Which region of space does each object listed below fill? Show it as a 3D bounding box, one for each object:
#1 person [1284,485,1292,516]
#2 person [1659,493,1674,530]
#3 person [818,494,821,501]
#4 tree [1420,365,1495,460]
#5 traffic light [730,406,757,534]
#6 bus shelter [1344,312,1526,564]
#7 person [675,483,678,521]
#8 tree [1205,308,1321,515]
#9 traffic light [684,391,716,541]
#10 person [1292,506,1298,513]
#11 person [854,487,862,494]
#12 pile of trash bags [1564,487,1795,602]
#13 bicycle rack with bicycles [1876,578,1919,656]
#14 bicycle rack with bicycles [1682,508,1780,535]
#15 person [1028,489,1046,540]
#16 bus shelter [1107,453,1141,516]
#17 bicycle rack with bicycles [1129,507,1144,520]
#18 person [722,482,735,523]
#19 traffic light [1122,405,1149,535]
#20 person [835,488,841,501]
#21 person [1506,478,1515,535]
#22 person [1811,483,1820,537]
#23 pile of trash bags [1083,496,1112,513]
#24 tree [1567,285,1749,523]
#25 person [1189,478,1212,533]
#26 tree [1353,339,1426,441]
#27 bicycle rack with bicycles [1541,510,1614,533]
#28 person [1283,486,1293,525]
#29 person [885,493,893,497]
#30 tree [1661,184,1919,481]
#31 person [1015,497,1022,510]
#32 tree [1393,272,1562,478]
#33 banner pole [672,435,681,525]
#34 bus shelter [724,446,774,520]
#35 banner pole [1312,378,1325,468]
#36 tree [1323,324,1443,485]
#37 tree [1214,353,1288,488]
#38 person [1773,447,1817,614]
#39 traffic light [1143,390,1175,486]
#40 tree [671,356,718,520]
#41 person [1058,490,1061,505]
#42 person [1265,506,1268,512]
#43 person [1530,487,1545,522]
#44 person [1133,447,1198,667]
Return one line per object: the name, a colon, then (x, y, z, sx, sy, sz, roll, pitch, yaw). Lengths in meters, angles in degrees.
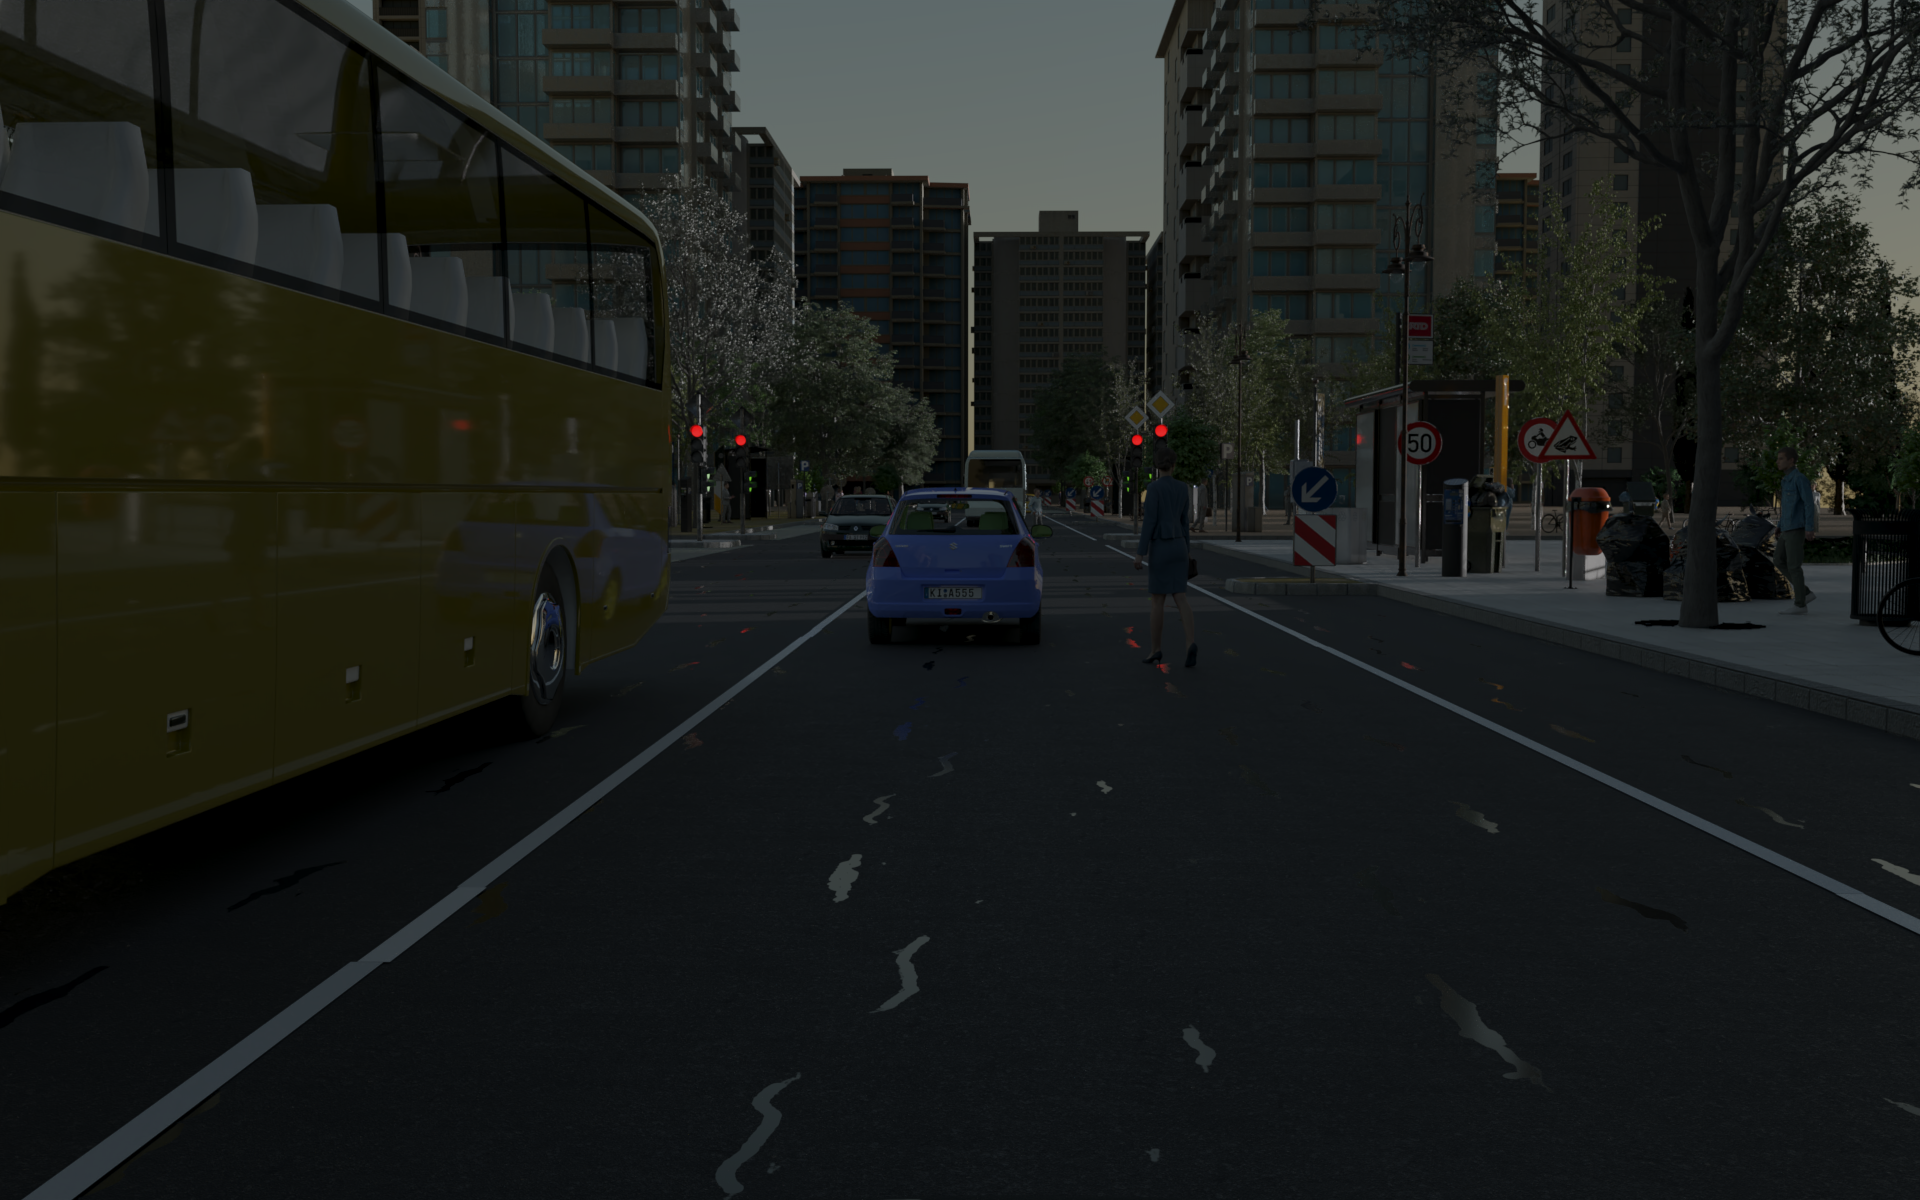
person: (19.003, -5.749, 100.216, 0.511, 1.800, 0.466, 0, 4, 5)
person: (25.417, -3.187, 62.420, 0.640, 1.303, 0.475, -1, 4, -13)
person: (-13.016, -9.395, 159.739, 0.705, 1.814, 1.350, 2, 4, 25)
tree: (30.448, -10.633, 108.262, 8.767, 10.594, 7.601, 0, 4, 2)
traffic light: (-6.901, -4.045, 55.062, 0.839, 4.253, 0.868, 0, 4, 1)
bus shelter: (9.402, -3.573, 36.054, 2.179, 5.291, 8.768, 0, 4, 1)
person: (-13.931, -4.755, 83.635, 0.795, 1.843, 0.661, 2, 4, 25)
tree: (18.423, -11.484, 105.890, 7.486, 12.596, 7.792, 0, 3, 0)
traffic light: (-7.073, -3.557, 47.079, 0.839, 4.253, 0.868, 0, 4, 1)
person: (22.469, -6.716, 115.834, 0.794, 1.824, 0.713, -3, 5, -43)
person: (-5.422, -5.091, 91.709, 0.580, 1.828, 0.573, 2, 4, 31)
pile of trash bags: (8.954, -0.761, 22.192, 1.912, 1.369, 3.447, -1, 4, -19)
bicycle rack with bicycles: (9.159, -0.029, 13.851, 2.925, 0.926, 2.852, 3, 4, 37)
bicycle rack with bicycles: (20.703, -1.983, 45.809, 2.925, 0.926, 2.852, -1, 4, -21)
person: (2.423, -2.715, 54.704, 0.589, 1.601, 0.330, -2, 4, -32)
bus shelter: (9.764, -6.841, 103.129, 1.731, 3.624, 6.357, 0, 4, 1)
bicycle rack with bicycles: (10.750, -4.849, 92.670, 2.852, 0.926, 2.925, 2, 4, 27)
person: (-10.152, -4.254, 75.794, 0.583, 1.804, 0.606, 0, 4, 6)
traffic light: (5.558, -4.030, 54.809, 0.839, 4.253, 0.868, 0, 4, 1)
person: (-9.564, -7.924, 136.261, 0.621, 1.740, 0.551, 3, 4, 37)
person: (17.270, -2.974, 54.928, 0.793, 1.790, 0.793, 2, 4, 34)
person: (23.971, -2.449, 48.765, 0.478, 1.798, 0.641, 3, 5, 39)
pile of trash bags: (9.239, -6.552, 116.873, 1.912, 1.369, 3.447, 0, 4, -3)
tree: (31.410, -8.700, 76.658, 8.767, 10.594, 7.601, -1, 4, -12)
person: (8.093, -3.154, 57.727, 0.853, 1.813, 0.709, -1, 4, -16)
tree: (30.521, -12.293, 119.110, 7.486, 12.596, 7.792, 0, 3, 0)
bicycle rack with bicycles: (20.523, -2.652, 56.737, 2.925, 0.926, 2.852, 0, 4, 2)
person: (13.814, -4.070, 72.392, 0.655, 1.846, 0.447, -2, 4, -29)
person: (-8.309, -11.849, 200.600, 1.217, 1.723, 0.721, -2, 4, -34)
tree: (31.055, -9.006, 64.256, 9.611, 12.733, 9.660, 0, 3, 0)
person: (2.225, -3.346, 67.489, 0.425, 1.301, 0.394, 1, 4, 12)
tree: (26.552, -10.544, 89.395, 9.611, 12.733, 9.660, 0, 3, 0)
banner pole: (-12.068, -5.064, 72.817, 0.863, 3.779, 0.401, -2, 4, -24)
bus shelter: (-10.619, -5.869, 87.236, 1.731, 3.624, 6.357, 0, 4, 1)
banner pole: (7.784, -2.914, 37.665, 0.401, 3.779, 0.863, 2, 4, 30)
tree: (18.180, -7.467, 72.448, 4.360, 8.622, 3.978, 0, 3, 0)
tree: (15.230, -8.616, 91.240, 4.737, 8.622, 4.395, 0, 3, 0)
person: (8.932, -0.740, 18.489, 0.444, 1.785, 0.601, 1, 4, 19)
traffic light: (5.385, -3.542, 46.826, 0.839, 4.253, 0.868, 0, 4, 1)
tree: (-14.126, -8.379, 87.360, 4.737, 8.622, 4.395, 0, 3, 0)
person: (11.865, -12.133, 205.344, 0.530, 1.710, 0.541, 0, 4, 6)
person: (21.556, -7.094, 122.699, 0.598, 1.740, 0.731, 0, 4, 1)
person: (23.143, -3.880, 69.397, 0.656, 1.842, 0.836, 3, 5, 40)
person: (1.737, -0.362, 14.444, 0.581, 1.822, 0.654, -1, 4, -18)
